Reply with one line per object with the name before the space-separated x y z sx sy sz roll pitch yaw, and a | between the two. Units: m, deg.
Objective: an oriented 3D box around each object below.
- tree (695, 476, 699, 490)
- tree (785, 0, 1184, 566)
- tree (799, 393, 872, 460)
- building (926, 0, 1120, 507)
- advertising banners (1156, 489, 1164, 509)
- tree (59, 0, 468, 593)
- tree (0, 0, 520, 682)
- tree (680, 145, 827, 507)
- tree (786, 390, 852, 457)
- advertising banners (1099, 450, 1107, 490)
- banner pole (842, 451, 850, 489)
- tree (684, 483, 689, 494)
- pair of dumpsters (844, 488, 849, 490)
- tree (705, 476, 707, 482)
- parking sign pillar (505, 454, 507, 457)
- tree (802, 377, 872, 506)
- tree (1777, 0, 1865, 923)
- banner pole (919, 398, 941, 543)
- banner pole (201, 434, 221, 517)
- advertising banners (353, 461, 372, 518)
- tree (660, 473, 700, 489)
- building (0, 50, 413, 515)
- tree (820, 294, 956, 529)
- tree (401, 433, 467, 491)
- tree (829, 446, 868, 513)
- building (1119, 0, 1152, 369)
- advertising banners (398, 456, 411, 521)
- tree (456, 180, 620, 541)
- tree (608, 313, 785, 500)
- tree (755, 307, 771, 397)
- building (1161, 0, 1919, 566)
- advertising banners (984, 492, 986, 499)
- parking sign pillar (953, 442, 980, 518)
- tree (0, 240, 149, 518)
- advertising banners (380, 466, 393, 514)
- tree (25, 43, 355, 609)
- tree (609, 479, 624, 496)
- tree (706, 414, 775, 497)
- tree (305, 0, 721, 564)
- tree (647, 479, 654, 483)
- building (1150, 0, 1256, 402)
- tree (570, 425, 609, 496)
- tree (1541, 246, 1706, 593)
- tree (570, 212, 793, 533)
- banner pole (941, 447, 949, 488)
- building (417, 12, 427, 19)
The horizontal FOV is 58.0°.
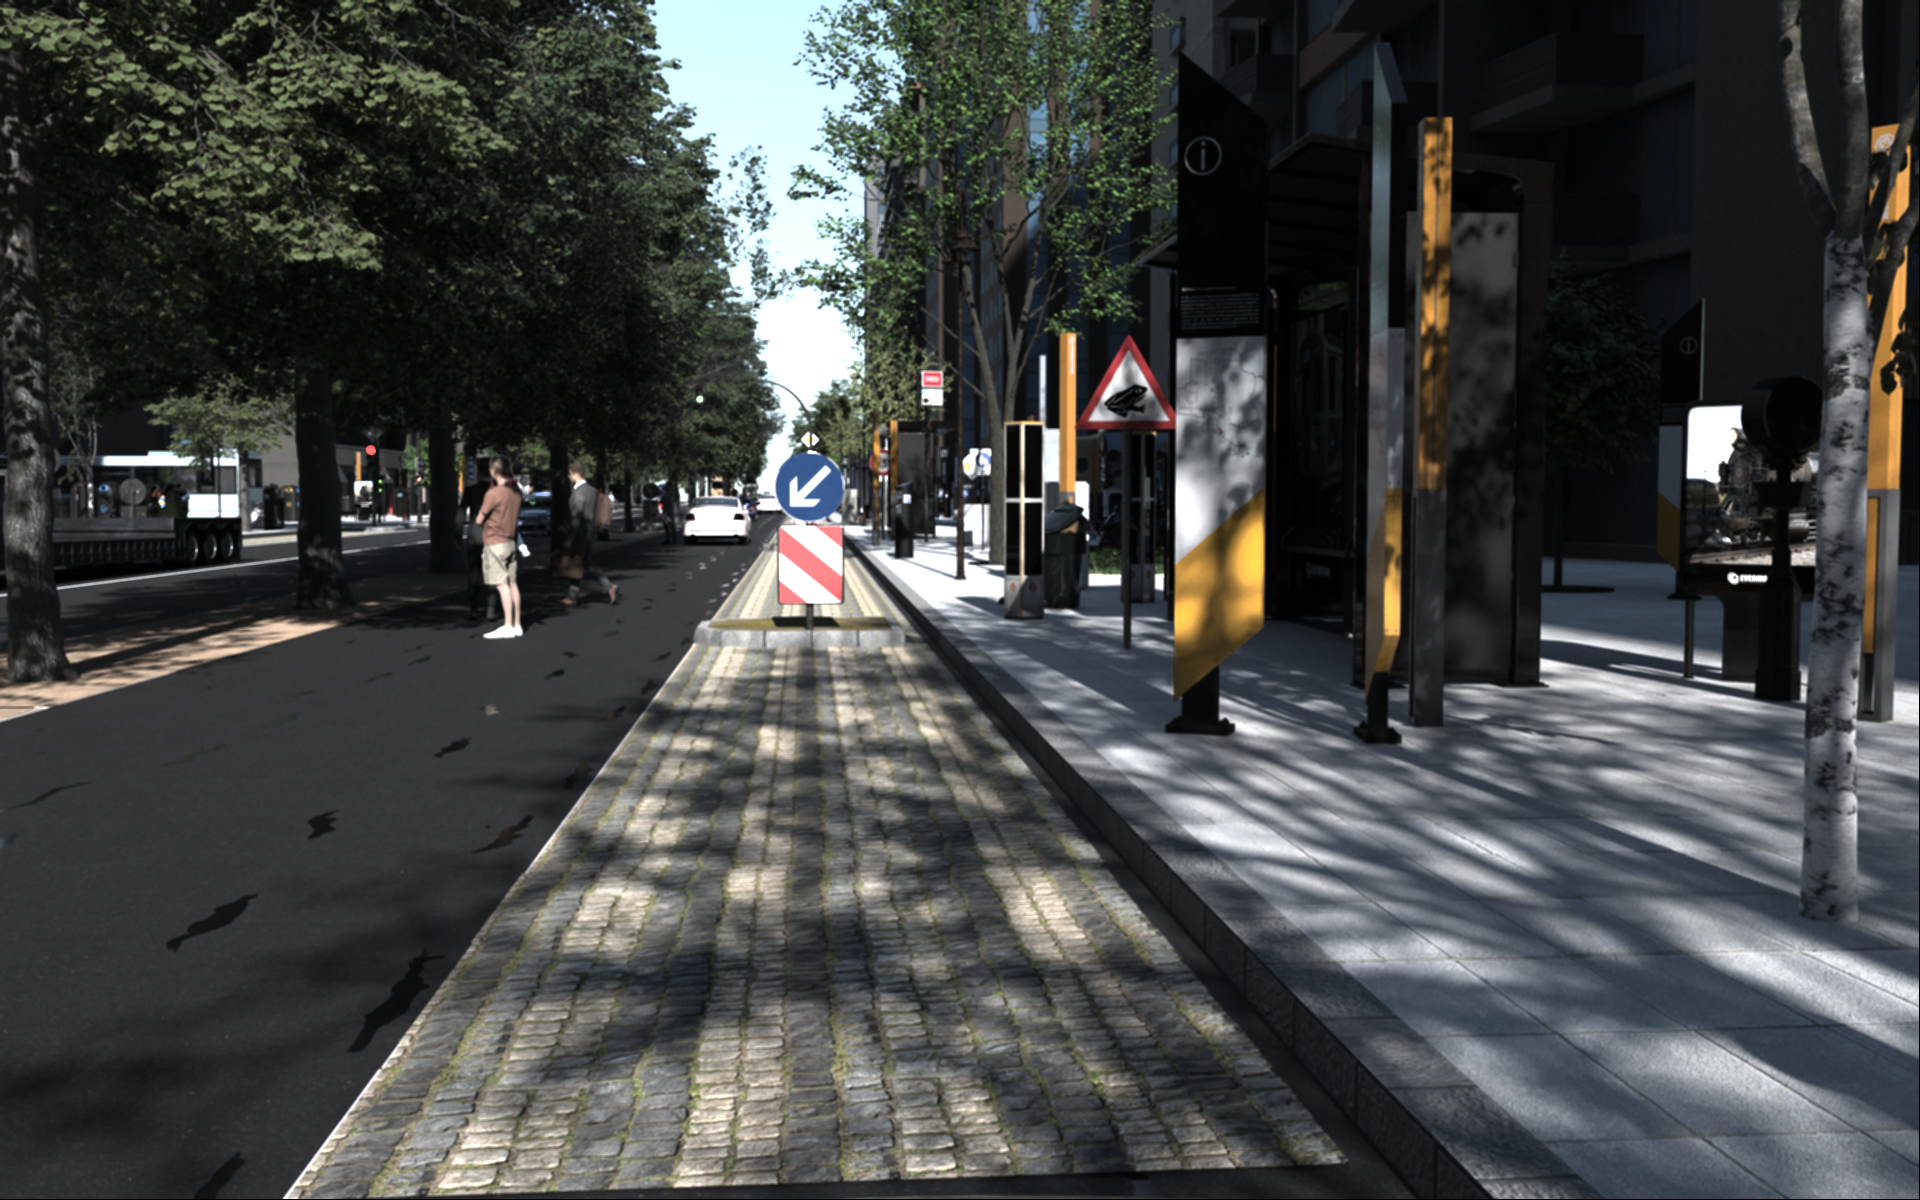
tree | -46.266 -21.578 303.162 4.737 8.622 4.395 0 3 0
tree | 0.733 -6.453 31.260 9.928 11.665 9.643 0 3 0
tree | -11.361 -13.705 158.487 7.601 10.594 8.767 0 4 6
building | 4.548 -30.255 144.783 14.600 45.320 14.200 0 4 -5
advertising banners | 5.657 -3.286 49.913 0.090 3.025 2.074 -1 4 -12
tree | -9.318 -7.457 31.033 9.857 13.997 8.962 0 3 0
tree | -6.945 -5.623 12.521 7.486 12.596 7.792 0 3 0
tree | -13.228 -14.330 92.647 12.611 20.169 13.585 0 3 0
tree | -16.826 -18.797 213.992 9.857 13.997 8.962 0 3 0
advertising banners | 6.170 -4.458 69.072 0.090 3.025 2.074 -2 4 -34
banner pole | -6.557 -6.754 100.438 0.401 3.779 0.863 -3 5 -44
tree | -44.569 -17.623 282.730 1.663 3.219 1.824 0 3 0
pair of dumpsters | -7.297 -6.879 114.960 1.574 2.255 4.437 0 4 -5
tree | -45.667 -22.995 294.090 7.486 12.596 7.792 0 3 0
parking sign pillar | -30.881 -7.924 118.024 1.447 3.967 1.447 -2 4 -24
tree | -11.437 -15.317 168.566 7.486 12.596 7.792 0 3 0
tree | 2.857 -3.336 4.907 4.360 8.622 3.978 0 3 0
banner pole | -0.839 -3.363 44.998 0.401 3.779 0.863 -1 4 -11
banner pole | -28.011 -4.579 64.882 0.863 3.779 0.401 -1 4 -22
advertising banners | -31.558 -5.826 91.436 0.090 3.025 2.074 0 4 5
tree | -43.710 -21.126 263.542 7.486 12.596 7.792 0 3 0
building | -47.270 -29.509 106.179 21.300 48.544 21.600 0 4 -5
tree | -2.593 -6.936 63.758 4.737 8.622 4.395 0 3 0
tree | -26.839 -6.382 88.059 4.285 4.588 4.351 0 3 0
tree | -7.612 -8.322 119.777 4.285 4.588 4.351 0 3 0
building | 8.960 -28.505 116.171 14.600 45.320 14.200 0 4 -5
advertising banners | -26.203 -5.228 81.668 0.090 3.025 2.074 0 4 -4
tree | -10.967 -7.593 52.354 9.928 11.665 9.643 0 3 0
tree | -15.510 -11.281 103.906 9.611 12.733 9.660 0 3 0
tree | -13.240 -10.452 79.998 9.857 13.997 8.962 0 3 0
building | 18.718 -23.800 43.757 22.147 44.769 28.867 0 4 -5
advertising banners | 2.819 -8.445 134.264 2.074 3.025 0.090 -1 4 -20
parking sign pillar | 0.355 -6.210 90.000 1.447 3.967 1.447 2 4 24
tree | -24.646 -5.995 48.377 4.360 8.622 3.978 0 3 0
advertising banners | -35.793 -6.902 109.029 2.074 3.025 0.090 2 4 34
tree | -7.939 -6.854 21.179 9.857 13.997 8.962 0 3 0
tree | -35.926 -11.476 182.230 1.663 3.219 1.824 0 3 0
tree | -18.688 -12.308 138.099 8.767 10.594 7.601 0 4 -5
tree | -9.753 -8.136 42.135 9.857 13.997 8.962 0 3 0
tree | -38.164 -13.329 212.522 1.663 3.219 1.824 0 3 0
building | 21.854 -28.892 96.080 21.600 48.544 21.300 0 4 -5
tree | -33.670 -15.188 165.338 9.611 12.733 9.660 0 3 0
tree | 7.963 -2.410 23.120 4.285 4.588 4.351 0 3 0
tree | -12.217 -9.202 63.277 12.009 13.543 11.850 0 3 0
banner pole | -0.861 -5.579 81.237 0.863 3.779 0.401 -2 4 -33
building | -44.403 -27.583 134.581 14.154 41.232 14.086 0 4 -5
